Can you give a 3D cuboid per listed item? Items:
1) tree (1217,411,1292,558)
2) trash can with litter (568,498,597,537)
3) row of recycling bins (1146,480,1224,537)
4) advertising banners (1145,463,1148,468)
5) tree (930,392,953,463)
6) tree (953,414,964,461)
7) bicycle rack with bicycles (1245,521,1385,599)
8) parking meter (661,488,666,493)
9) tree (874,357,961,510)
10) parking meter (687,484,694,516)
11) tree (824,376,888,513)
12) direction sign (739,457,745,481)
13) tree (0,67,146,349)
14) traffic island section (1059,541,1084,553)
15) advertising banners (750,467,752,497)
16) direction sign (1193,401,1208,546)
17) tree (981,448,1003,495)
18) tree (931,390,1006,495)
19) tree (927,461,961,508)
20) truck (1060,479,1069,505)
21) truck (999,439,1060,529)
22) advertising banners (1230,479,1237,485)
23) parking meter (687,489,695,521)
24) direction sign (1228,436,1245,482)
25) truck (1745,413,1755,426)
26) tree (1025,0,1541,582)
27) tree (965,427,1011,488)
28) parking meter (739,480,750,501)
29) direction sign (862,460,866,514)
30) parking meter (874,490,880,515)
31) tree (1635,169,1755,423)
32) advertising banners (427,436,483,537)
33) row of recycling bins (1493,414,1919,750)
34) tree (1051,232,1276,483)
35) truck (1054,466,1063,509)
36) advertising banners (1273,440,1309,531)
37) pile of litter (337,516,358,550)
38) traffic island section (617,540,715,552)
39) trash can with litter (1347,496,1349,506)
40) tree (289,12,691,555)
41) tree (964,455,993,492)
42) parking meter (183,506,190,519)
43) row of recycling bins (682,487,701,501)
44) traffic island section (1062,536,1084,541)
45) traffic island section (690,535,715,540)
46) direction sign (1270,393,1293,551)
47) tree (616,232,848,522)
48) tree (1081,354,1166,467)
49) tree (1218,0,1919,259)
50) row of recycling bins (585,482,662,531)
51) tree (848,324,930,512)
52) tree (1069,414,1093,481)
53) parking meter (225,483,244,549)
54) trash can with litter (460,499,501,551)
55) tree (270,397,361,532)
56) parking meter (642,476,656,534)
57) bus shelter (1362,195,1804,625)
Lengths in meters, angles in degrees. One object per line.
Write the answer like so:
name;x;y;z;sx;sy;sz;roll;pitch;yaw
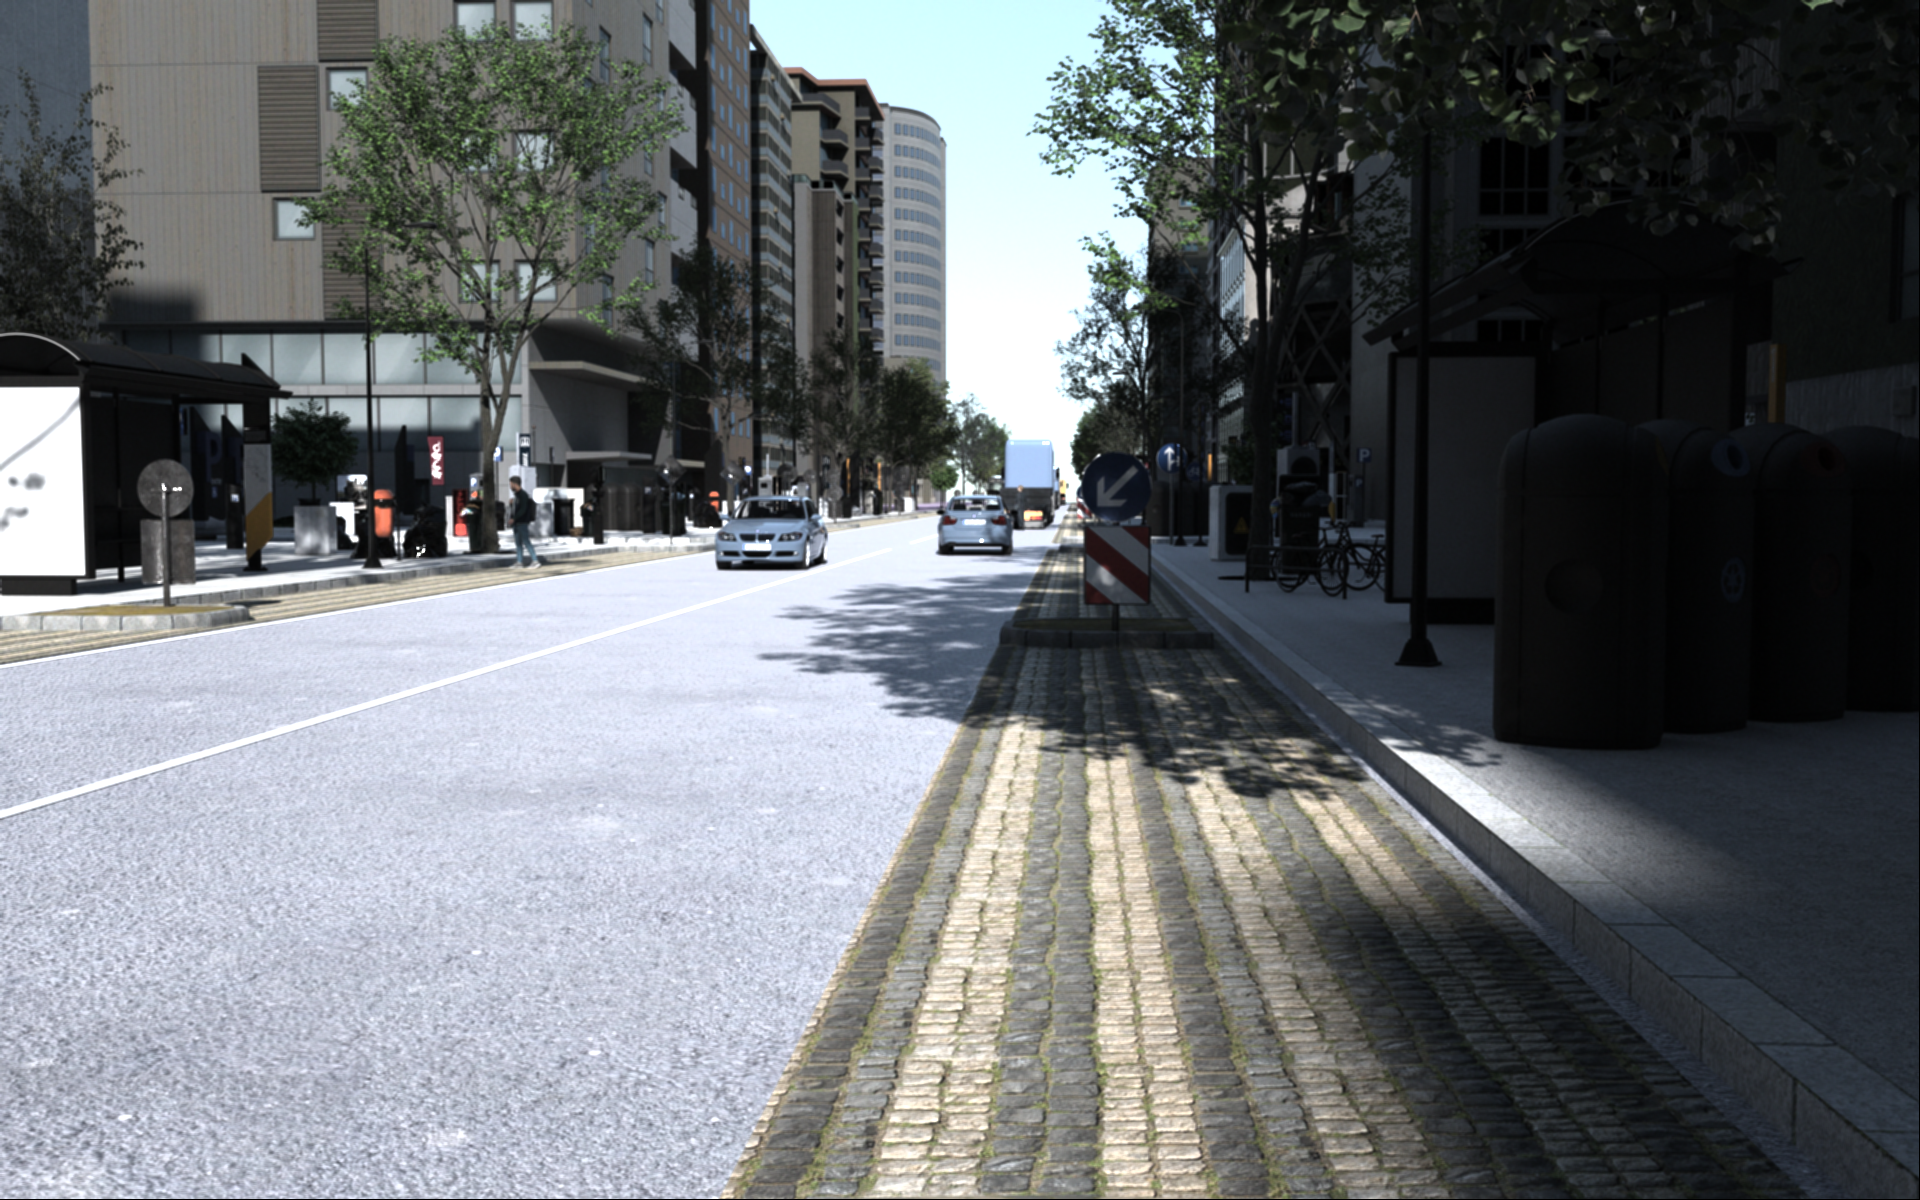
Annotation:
tree;5.953;-2.485;35.233;1.663;3.219;1.824;0;3;0
trash can with litter;-11.304;-2.481;51.952;1.055;1.170;0.624;2;4;25
row of recycling bins;7.064;-2.843;53.592;1.069;1.692;3.534;3;5;44
advertising banners;10.869;-6.149;96.715;2.074;3.025;0.090;-3;5;-39
tree;-4.595;-11.377;120.422;7.601;10.594;8.767;0;4;-2
tree;-3.304;-12.186;133.658;8.767;10.594;7.601;2;4;29
bicycle rack with bicycles;4.991;-0.559;22.528;2.852;0.926;2.925;-2;4;-31
parking meter;-11.599;-3.598;67.234;0.372;1.533;0.369;0;3;0
tree;-3.700;-13.754;143.001;7.486;12.596;7.792;0;3;0
parking meter;-15.907;-5.910;102.342;0.399;1.863;0.255;2;4;26
tree;-6.292;-9.591;107.179;4.360;8.622;3.978;0;3;0
direction sign;-13.361;-6.988;106.252;0.379;3.537;0.876;1;4;17
tree;-15.678;-4.823;29.223;4.360;8.622;3.978;0;3;0
traffic island section;3.481;-1.277;43.152;2.009;0.180;2.903;0;4;4
advertising banners;-13.623;-7.065;111.692;0.090;3.025;2.074;0;4;6
direction sign;5.921;-3.093;42.561;0.379;3.537;0.876;0;4;0
tree;3.881;-18.283;249.295;4.737;8.622;4.395;0;3;0
tree;0.567;-17.858;202.348;12.009;13.543;11.850;0;3;0
tree;-1.571;-11.047;164.328;4.285;4.588;4.351;0;3;0
truck;12.573;-14.160;227.442;3.469;3.379;9.791;0;4;3
truck;2.941;-5.491;79.538;2.967;4.110;18.799;0;4;4
advertising banners;14.172;-5.483;85.831;2.074;3.025;0.090;3;5;44
parking meter;-12.758;-4.519;82.298;0.372;1.533;0.369;0;3;0
direction sign;10.851;-4.620;67.526;0.876;3.537;0.379;3;4;39
truck;21.235;-3.463;45.528;11.283;4.237;2.839;0;4;6
tree;4.516;-6.091;25.351;9.928;11.665;9.643;0;3;0
tree;5.490;-22.471;284.409;9.611;12.733;9.660;0;3;0
parking meter;-8.810;-3.976;70.723;0.399;1.863;0.255;-2;4;-26
direction sign;-6.362;-7.484;114.368;0.379;3.537;0.876;-1;4;-17
parking meter;-5.046;-5.898;104.835;0.372;1.533;0.369;0;3;0
tree;16.414;-5.317;37.289;4.737;8.622;4.395;0;3;0
advertising banners;-14.957;-3.409;51.921;2.074;3.025;0.090;0;4;6
row of recycling bins;4.306;-0.165;9.805;3.534;1.692;1.069;-2;4;-34
tree;7.014;-7.744;61.027;8.767;10.594;7.601;1;4;17
truck;7.788;-10.406;159.900;2.967;4.110;18.799;0;4;5
advertising banners;10.418;-3.666;56.123;2.074;3.025;0.090;-2;4;-24
pile of litter;-14.319;-1.617;40.399;1.176;0.858;1.719;-2;4;-29
traffic island section;-7.336;-1.321;43.876;2.009;0.180;2.903;0;4;4
trash can with litter;20.019;-4.772;89.403;0.624;1.170;1.055;2;4;28
tree;-9.958;-6.802;36.973;9.928;11.665;9.643;0;3;0
tree;2.439;-17.448;235.641;4.360;8.622;3.978;0;3;0
parking meter;-25.903;-3.019;57.774;0.372;1.533;0.369;0;3;0
row of recycling bins;-17.273;-5.896;103.513;3.534;1.692;1.069;0;4;-5
traffic island section;4.013;-1.764;51.119;2.009;0.180;2.903;0;4;4
traffic island section;-6.804;-1.808;51.844;2.009;0.180;2.903;0;4;4
direction sign;7.028;-2.872;38.947;0.876;3.537;0.379;0;4;7
tree;-8.562;-7.820;62.268;7.601;10.594;8.767;0;4;5
tree;8.746;-8.554;90.228;4.360;8.622;3.978;0;3;0
tree;3.664;-5.967;4.224;9.857;13.997;8.962;0;3;0
row of recycling bins;-11.819;-3.282;60.774;3.534;1.692;1.069;2;4;35
tree;-6.609;-9.694;92.910;8.767;10.594;7.601;-1;4;-9
tree;18.380;-19.648;239.364;7.486;12.596;7.792;0;3;0
parking meter;-16.981;-1.965;40.532;0.372;1.533;0.369;0;3;0
trash can with litter;-10.746;-1.682;38.885;0.624;1.170;1.055;0;4;6
tree;-21.970;-4.586;58.701;4.285;4.588;4.351;0;3;0
parking meter;-10.035;-3.075;55.990;0.399;1.863;0.255;1;4;8
bus shelter;4.830;-1.259;14.501;2.014;3.302;5.546;0;4;4
